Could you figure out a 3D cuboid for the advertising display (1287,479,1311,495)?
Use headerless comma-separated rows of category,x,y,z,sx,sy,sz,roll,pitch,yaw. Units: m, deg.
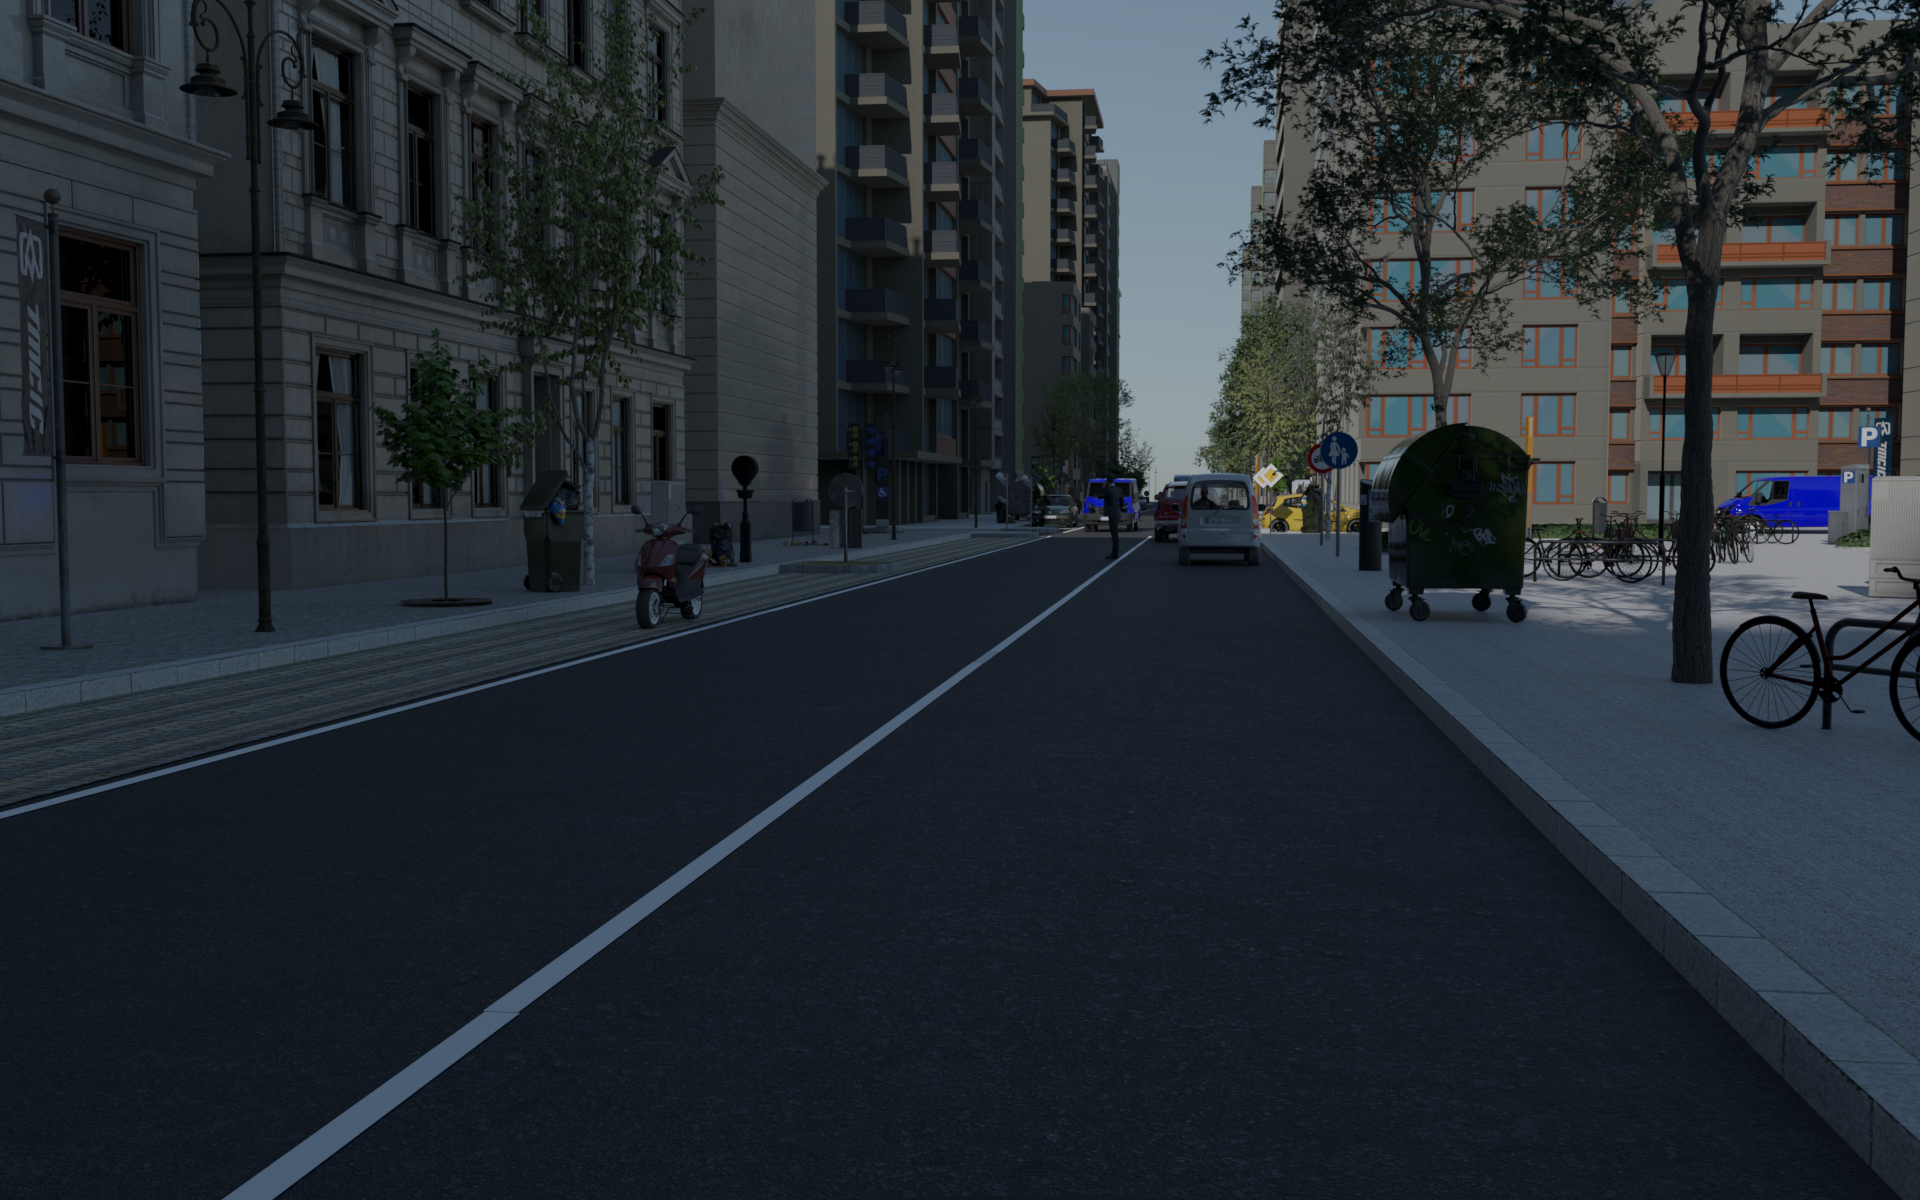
advertising display,14.404,-4.166,73.332,0.974,1.923,0.123,-1,4,-23

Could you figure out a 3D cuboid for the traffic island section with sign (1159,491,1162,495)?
traffic island section with sign,28.586,-14.529,246.178,1.989,1.847,2.006,1,4,8

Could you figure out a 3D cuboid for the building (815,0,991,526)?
building,-10.219,-26.221,83.344,22.147,44.769,28.867,1,4,8

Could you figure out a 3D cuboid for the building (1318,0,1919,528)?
building,31.223,-14.113,75.792,28.899,21.520,27.650,1,4,8

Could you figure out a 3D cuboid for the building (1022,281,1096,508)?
building,-2.424,-19.095,157.237,27.650,21.520,28.899,1,4,8

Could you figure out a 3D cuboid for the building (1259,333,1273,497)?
building,45.226,-20.515,180.464,27.650,21.520,28.899,1,4,8

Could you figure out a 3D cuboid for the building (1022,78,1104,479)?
building,3.877,-32.479,185.656,22.147,44.769,28.867,1,4,8

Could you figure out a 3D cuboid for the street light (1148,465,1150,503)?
street light,28.027,-17.352,256.487,0.468,5.910,1.993,1,4,8

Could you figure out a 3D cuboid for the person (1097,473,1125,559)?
person,3.328,-1.863,38.327,0.474,1.900,0.648,2,4,28

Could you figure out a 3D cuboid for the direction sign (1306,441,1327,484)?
direction sign,15.205,-5.009,73.894,0.876,3.537,0.379,0,4,2

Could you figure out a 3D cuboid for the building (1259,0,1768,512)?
building,37.491,-26.206,120.345,32.217,40.220,23.993,1,4,8

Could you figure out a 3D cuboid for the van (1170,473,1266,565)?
van,5.415,-1.791,36.295,2.013,2.044,4.112,0,4,8

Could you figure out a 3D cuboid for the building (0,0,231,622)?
building,-15.401,-10.701,11.117,11.583,22.565,21.152,1,4,8

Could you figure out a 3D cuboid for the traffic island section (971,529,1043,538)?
traffic island section,1.538,-2.166,57.693,2.009,0.180,2.903,1,4,8

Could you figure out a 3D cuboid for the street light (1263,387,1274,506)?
street light,13.151,-6.194,74.067,0.468,5.910,1.993,1,4,8

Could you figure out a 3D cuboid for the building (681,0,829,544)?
building,-17.263,-15.499,50.668,25.104,27.353,12.463,1,4,8

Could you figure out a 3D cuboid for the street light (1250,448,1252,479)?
street light,17.745,-8.133,105.756,0.468,5.910,1.993,1,4,8

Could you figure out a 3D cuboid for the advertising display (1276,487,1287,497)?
advertising display,17.078,-5.302,91.908,0.123,1.923,0.974,3,5,41

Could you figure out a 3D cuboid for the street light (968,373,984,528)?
street light,0.616,-5.701,66.004,0.468,5.910,1.993,1,4,8

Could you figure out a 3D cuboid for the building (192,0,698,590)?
building,-12.283,-10.246,32.157,10.561,19.102,19.286,1,4,8

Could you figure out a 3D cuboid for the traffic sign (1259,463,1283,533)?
traffic sign,10.116,-3.226,56.384,0.795,2.450,0.064,1,4,8

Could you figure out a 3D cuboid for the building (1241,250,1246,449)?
building,53.695,-36.961,287.900,14.154,41.232,14.086,1,4,8

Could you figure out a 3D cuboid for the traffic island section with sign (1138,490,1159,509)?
traffic island section with sign,20.623,-11.134,190.675,1.989,1.847,2.006,1,4,8

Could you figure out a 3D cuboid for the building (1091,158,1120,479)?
building,11.560,-31.978,206.426,14.154,41.232,14.086,1,4,8

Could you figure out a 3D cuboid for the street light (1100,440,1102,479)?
street light,11.572,-10.374,142.405,0.468,5.910,1.993,1,4,8

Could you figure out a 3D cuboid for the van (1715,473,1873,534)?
van,28.449,-3.326,58.765,5.245,2.365,2.240,0,4,7

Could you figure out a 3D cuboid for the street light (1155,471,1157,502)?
street light,32.567,-19.290,288.184,0.468,5.910,1.993,1,4,8

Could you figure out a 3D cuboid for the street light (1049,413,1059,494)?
street light,5.296,-7.639,97.681,0.468,5.910,1.993,1,4,8

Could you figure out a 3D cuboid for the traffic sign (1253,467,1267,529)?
traffic sign,11.251,-3.709,64.289,0.795,2.450,0.064,1,4,8

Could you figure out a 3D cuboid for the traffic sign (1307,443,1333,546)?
traffic sign,9.011,-2.629,43.097,0.768,2.556,0.104,1,4,9

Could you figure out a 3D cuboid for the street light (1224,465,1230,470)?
street light,35.903,-15.911,232.926,0.468,5.910,1.993,1,4,8

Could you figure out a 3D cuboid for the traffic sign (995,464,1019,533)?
traffic sign,1.562,-3.302,57.628,0.795,2.450,0.064,1,4,8

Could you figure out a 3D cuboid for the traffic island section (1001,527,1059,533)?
traffic island section,2.672,-2.649,65.597,2.009,0.180,2.903,1,4,8

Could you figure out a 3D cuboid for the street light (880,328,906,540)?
street light,-1.857,-4.631,48.504,0.468,5.910,1.993,1,4,8

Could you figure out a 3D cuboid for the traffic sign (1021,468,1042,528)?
traffic sign,2.697,-3.785,65.532,0.795,2.450,0.064,1,4,8

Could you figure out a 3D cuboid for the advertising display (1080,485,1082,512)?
advertising display,8.995,-7.488,127.646,0.123,1.923,0.974,1,4,11

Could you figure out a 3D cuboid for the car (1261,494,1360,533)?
car,12.294,-2.992,59.141,3.980,1.641,2.015,1,4,9

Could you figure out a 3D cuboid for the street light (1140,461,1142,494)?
street light,23.411,-15.382,224.287,0.468,5.910,1.993,1,4,8

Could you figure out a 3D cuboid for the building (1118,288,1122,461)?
building,13.900,-36.490,288.490,32.217,40.220,23.993,1,4,8

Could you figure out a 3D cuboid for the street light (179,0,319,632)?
street light,-6.482,-2.642,15.983,0.468,5.910,1.993,1,4,8

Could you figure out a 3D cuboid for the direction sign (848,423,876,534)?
direction sign,-3.133,-3.878,55.407,0.876,3.537,0.379,0,4,-8

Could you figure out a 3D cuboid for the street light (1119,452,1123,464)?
street light,16.243,-12.312,174.083,0.468,5.910,1.993,1,4,8

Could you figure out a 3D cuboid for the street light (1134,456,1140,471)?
street light,20.806,-14.250,205.777,0.468,5.910,1.993,1,4,8

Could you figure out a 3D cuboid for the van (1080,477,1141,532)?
van,5.896,-3.833,67.051,2.240,2.365,5.245,1,4,9

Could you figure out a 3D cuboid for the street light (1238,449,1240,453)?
street light,23.841,-10.779,149.030,0.468,5.910,1.993,1,4,8

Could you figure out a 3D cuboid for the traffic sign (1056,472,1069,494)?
traffic sign,5.976,-6.176,101.086,0.768,2.556,0.104,1,4,12

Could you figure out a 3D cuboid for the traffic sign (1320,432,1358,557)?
traffic sign,7.742,-2.160,35.429,0.768,2.556,0.104,1,4,18

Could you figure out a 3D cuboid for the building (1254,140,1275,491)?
building,42.140,-31.705,201.974,14.154,41.232,14.086,1,4,8

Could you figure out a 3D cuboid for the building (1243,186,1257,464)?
building,45.600,-33.476,230.921,14.154,41.232,14.086,1,4,8

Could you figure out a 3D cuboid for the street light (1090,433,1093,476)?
street light,9.835,-9.577,129.378,0.468,5.910,1.993,1,4,8

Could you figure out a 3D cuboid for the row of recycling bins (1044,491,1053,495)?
row of recycling bins,5.532,-7.798,134.607,3.534,1.692,1.069,1,4,18

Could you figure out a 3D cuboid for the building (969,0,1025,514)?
building,-3.529,-26.245,112.702,14.154,41.232,14.086,1,4,8

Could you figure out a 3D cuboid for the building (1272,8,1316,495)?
building,39.199,-32.450,154.259,21.300,48.544,21.600,1,4,8

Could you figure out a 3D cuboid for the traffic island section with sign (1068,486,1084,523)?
traffic island section with sign,5.834,-4.830,87.590,1.989,1.847,2.006,1,4,8

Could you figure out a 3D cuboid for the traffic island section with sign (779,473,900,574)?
traffic island section with sign,-2.161,-1.428,31.983,1.989,1.847,2.006,1,4,8
